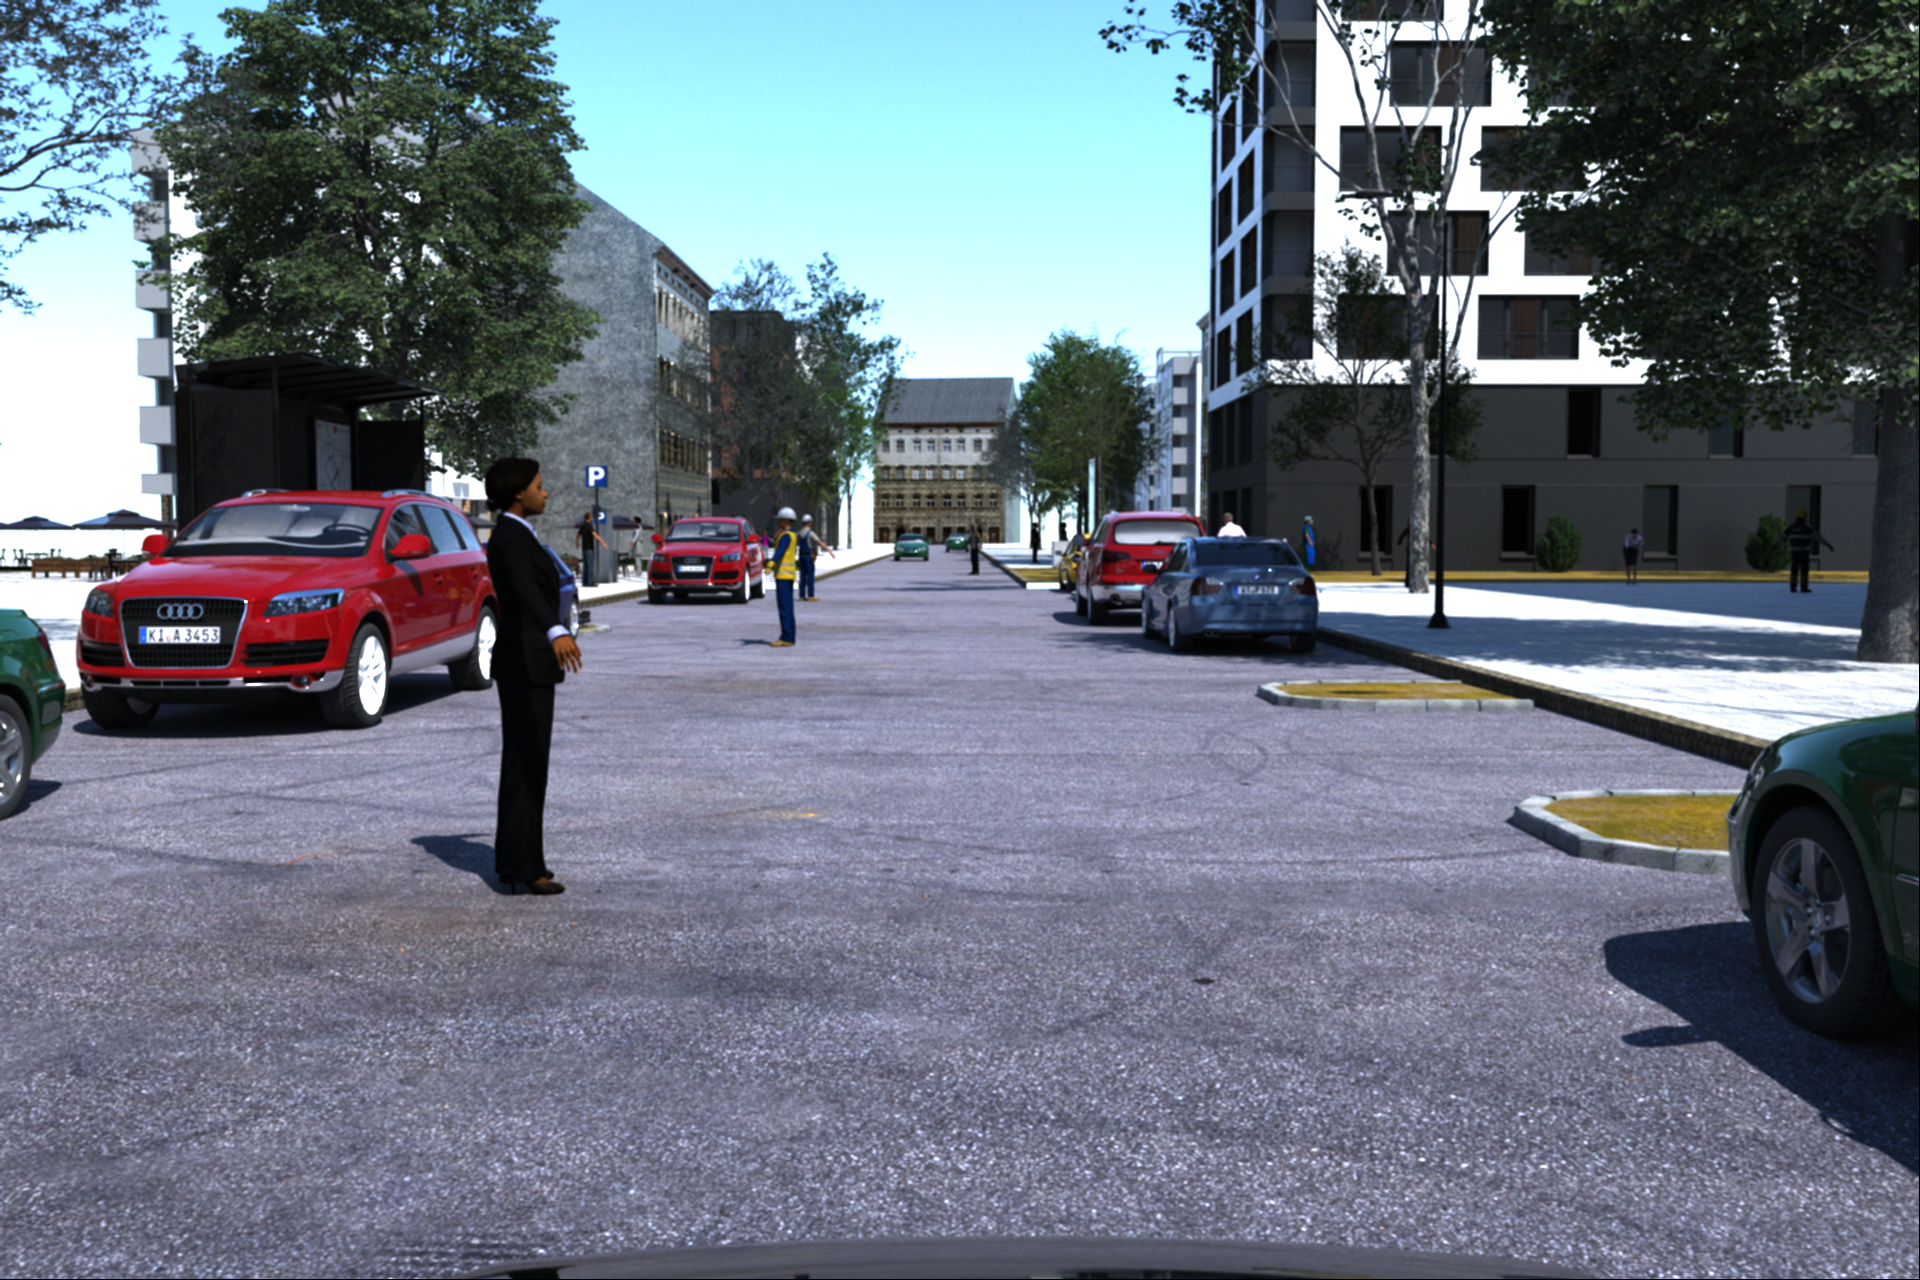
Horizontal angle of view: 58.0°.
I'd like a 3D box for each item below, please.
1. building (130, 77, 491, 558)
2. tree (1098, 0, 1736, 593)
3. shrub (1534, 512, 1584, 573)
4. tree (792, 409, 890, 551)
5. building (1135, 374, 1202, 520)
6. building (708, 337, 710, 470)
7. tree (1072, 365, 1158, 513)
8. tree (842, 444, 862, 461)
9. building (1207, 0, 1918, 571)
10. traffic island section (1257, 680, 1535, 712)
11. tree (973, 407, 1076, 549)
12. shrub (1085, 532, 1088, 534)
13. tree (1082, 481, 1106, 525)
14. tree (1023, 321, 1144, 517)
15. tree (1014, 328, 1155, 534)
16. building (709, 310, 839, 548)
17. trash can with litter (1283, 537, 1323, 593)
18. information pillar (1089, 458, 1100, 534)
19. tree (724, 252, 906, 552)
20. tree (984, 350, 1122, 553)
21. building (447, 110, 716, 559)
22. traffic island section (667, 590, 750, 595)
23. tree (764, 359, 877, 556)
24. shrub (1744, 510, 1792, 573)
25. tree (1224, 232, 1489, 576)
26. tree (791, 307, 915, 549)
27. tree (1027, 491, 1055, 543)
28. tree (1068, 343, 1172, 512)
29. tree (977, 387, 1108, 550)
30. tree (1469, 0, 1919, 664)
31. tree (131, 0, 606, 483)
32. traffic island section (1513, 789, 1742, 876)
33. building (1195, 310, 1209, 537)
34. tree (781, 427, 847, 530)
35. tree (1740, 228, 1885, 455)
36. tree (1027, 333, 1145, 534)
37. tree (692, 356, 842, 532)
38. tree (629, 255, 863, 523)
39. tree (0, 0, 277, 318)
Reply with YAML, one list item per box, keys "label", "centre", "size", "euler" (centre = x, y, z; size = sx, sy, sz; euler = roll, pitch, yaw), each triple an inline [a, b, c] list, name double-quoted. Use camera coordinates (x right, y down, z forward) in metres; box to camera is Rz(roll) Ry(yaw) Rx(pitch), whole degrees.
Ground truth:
- label: "building"
  centre: [-28.229, -13.256, 73.149]
  size: [16.016, 20.090, 11.380]
  euler: [0, 4, -1]
- label: "tree"
  centre: [9.268, -10.991, 35.594]
  size: [12.611, 20.169, 13.585]
  euler: [0, 3, 0]
- label: "shrub"
  centre: [19.980, -3.269, 57.867]
  size: [1.690, 2.028, 1.600]
  euler: [0, 3, 0]
- label: "tree"
  centre: [-9.478, -12.689, 133.227]
  size: [9.928, 11.665, 9.643]
  euler: [0, 3, 0]
- label: "building"
  centre: [25.783, -21.204, 203.105]
  size: [16.016, 20.090, 11.380]
  euler: [0, 4, 0]
- label: "building"
  centre: [-28.429, -17.874, 123.171]
  size: [19.493, 23.208, 18.063]
  euler: [0, 3, 0]
- label: "tree"
  centre: [6.606, -7.656, 75.533]
  size: [4.360, 8.622, 3.978]
  euler: [0, 3, 0]
- label: "tree"
  centre: [-19.647, -23.650, 242.571]
  size: [12.611, 20.169, 13.585]
  euler: [0, 3, 0]
- label: "building"
  centre: [24.392, -14.138, 75.134]
  size: [27.936, 21.610, 32.646]
  euler: [0, 3, 0]
- label: "traffic island section"
  centre: [3.630, 0.483, 14.965]
  size: [1.991, 0.108, 1.994]
  euler: [0, 4, -1]
- label: "tree"
  centre: [6.285, -14.762, 151.723]
  size: [12.009, 13.543, 11.850]
  euler: [0, 3, 0]
- label: "shrub"
  centre: [5.307, -3.639, 63.547]
  size: [1.661, 2.075, 1.752]
  euler: [0, 3, 0]
- label: "tree"
  centre: [20.295, -19.856, 242.773]
  size: [7.486, 12.596, 7.792]
  euler: [0, 3, 0]
- label: "tree"
  centre: [4.868, -6.659, 59.242]
  size: [4.360, 8.622, 3.978]
  euler: [0, 3, 0]
- label: "tree"
  centre: [6.312, -9.930, 88.115]
  size: [9.928, 11.665, 9.643]
  euler: [0, 3, 0]
- label: "building"
  centre: [-27.199, -20.221, 174.594]
  size: [27.936, 21.610, 32.646]
  euler: [0, 4, 0]
- label: "trash can with litter"
  centre: [7.073, -1.625, 37.634]
  size: [1.678, 1.210, 2.233]
  euler: [0, 4, -1]
- label: "information pillar"
  centre: [4.190, -3.839, 54.084]
  size: [0.184, 3.620, 1.656]
  euler: [0, 4, -2]
- label: "tree"
  centre: [-10.116, -16.092, 118.989]
  size: [12.611, 20.169, 13.585]
  euler: [0, 3, 0]
- label: "tree"
  centre: [6.668, -12.585, 116.132]
  size: [12.009, 13.543, 11.850]
  euler: [0, 3, 0]
- label: "building"
  centre: [-24.993, -16.403, 99.121]
  size: [19.493, 23.208, 18.063]
  euler: [0, 4, 1]
- label: "traffic island section"
  centre: [-6.107, -1.149, 41.660]
  size: [1.991, 0.108, 1.994]
  euler: [0, 4, -1]
- label: "tree"
  centre: [-8.483, -10.821, 102.683]
  size: [9.928, 11.665, 9.643]
  euler: [0, 3, 0]
- label: "shrub"
  centre: [26.957, -3.278, 57.632]
  size: [1.661, 2.075, 1.752]
  euler: [0, 3, 0]
- label: "tree"
  centre: [12.664, -7.268, 53.243]
  size: [8.767, 10.594, 7.601]
  euler: [-2, 4, -29]
- label: "tree"
  centre: [-10.783, -17.790, 146.762]
  size: [12.611, 20.169, 13.585]
  euler: [0, 3, 0]
- label: "tree"
  centre: [11.766, -17.493, 236.376]
  size: [4.360, 8.622, 3.978]
  euler: [0, 3, 0]
- label: "tree"
  centre: [5.889, -7.172, 67.627]
  size: [4.360, 8.622, 3.978]
  euler: [0, 3, 0]
- label: "tree"
  centre: [6.239, -13.873, 137.187]
  size: [12.009, 13.543, 11.850]
  euler: [0, 3, 0]
- label: "tree"
  centre: [9.383, -6.757, 17.126]
  size: [9.857, 13.997, 8.962]
  euler: [0, 3, 0]
- label: "tree"
  centre: [-11.890, -7.907, 35.931]
  size: [9.857, 13.997, 8.962]
  euler: [0, 3, 0]
- label: "traffic island section"
  centre: [3.725, 0.899, 8.162]
  size: [1.991, 0.108, 1.994]
  euler: [0, 4, -1]
- label: "building"
  centre: [26.538, -17.383, 115.149]
  size: [19.493, 23.208, 18.063]
  euler: [0, 4, 0]
- label: "tree"
  centre: [-9.256, -9.706, 109.056]
  size: [4.737, 8.622, 4.395]
  euler: [0, 3, 0]
- label: "tree"
  centre: [27.371, -8.427, 48.144]
  size: [12.009, 13.543, 11.850]
  euler: [0, 3, 0]
- label: "tree"
  centre: [7.164, -11.035, 98.554]
  size: [7.486, 12.596, 7.792]
  euler: [0, 3, 0]
- label: "tree"
  centre: [-9.558, -9.574, 90.954]
  size: [7.601, 10.594, 8.767]
  euler: [3, 4, 36]
- label: "tree"
  centre: [-9.098, -10.106, 75.603]
  size: [12.009, 13.543, 11.850]
  euler: [0, 3, 0]
- label: "tree"
  centre: [-12.270, -6.480, 16.313]
  size: [12.009, 13.543, 11.850]
  euler: [0, 3, 0]
